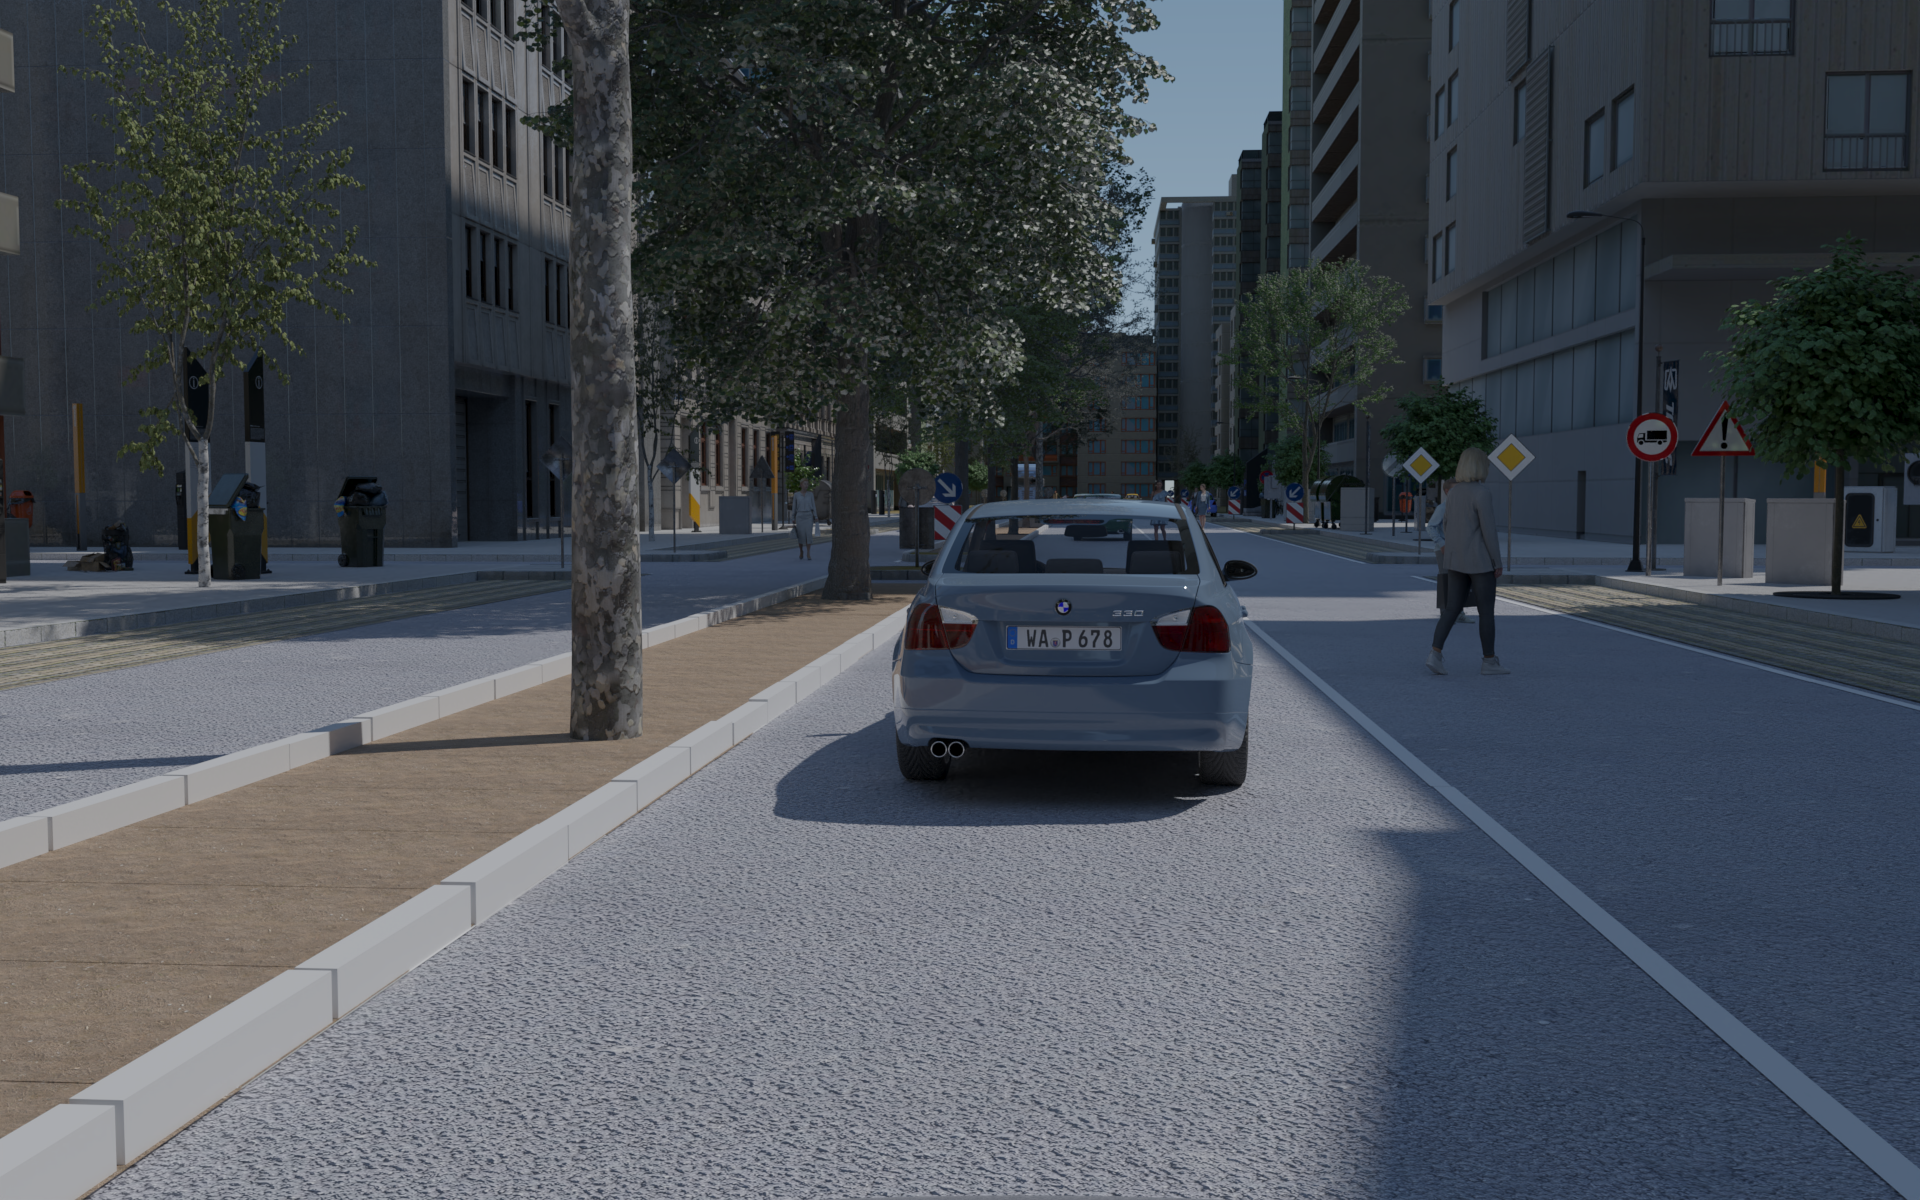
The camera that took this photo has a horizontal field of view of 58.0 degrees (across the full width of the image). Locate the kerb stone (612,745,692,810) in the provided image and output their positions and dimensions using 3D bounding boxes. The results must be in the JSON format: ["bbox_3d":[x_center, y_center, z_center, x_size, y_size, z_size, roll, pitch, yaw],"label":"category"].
[{"bbox_3d":[-1.467,0.851,8.275,0.120,0.150,1.000,0,4,5],"label":"kerb stone"}]

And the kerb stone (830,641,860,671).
[{"bbox_3d":[-0.976,0.477,14.393,0.120,0.150,1.000,0,4,5],"label":"kerb stone"}]

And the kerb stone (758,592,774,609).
[{"bbox_3d":[-2.513,0.032,21.700,0.120,0.150,1.000,0,4,5],"label":"kerb stone"}]

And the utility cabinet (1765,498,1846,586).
[{"bbox_3d":[12.013,-0.823,24.620,0.306,1.237,1.020,-2,4,-32],"label":"utility cabinet"}]

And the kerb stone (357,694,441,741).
[{"bbox_3d":[-3.400,0.717,10.472,0.120,0.150,1.000,0,4,5],"label":"kerb stone"}]

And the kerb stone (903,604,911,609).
[{"bbox_3d":[-0.577,0.167,19.496,0.120,0.150,1.000,0,4,5],"label":"kerb stone"}]

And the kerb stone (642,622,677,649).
[{"bbox_3d":[-2.914,0.346,16.589,0.120,0.150,1.000,0,4,5],"label":"kerb stone"}]

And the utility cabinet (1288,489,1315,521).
[{"bbox_3d":[15.857,-4.387,80.403,1.173,1.500,0.318,2,4,32],"label":"utility cabinet"}]

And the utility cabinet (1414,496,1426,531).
[{"bbox_3d":[15.998,-3.004,60.271,0.306,1.237,1.020,1,4,9],"label":"utility cabinet"}]

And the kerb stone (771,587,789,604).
[{"bbox_3d":[-2.429,-0.032,22.719,0.120,0.150,1.000,0,4,5],"label":"kerb stone"}]

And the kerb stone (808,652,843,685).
[{"bbox_3d":[-1.058,0.540,13.370,0.120,0.150,1.000,0,4,5],"label":"kerb stone"}]

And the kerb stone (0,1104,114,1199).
[{"bbox_3d":[-1.872,1.165,3.144,0.120,0.150,1.000,0,4,5],"label":"kerb stone"}]

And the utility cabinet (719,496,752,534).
[{"bbox_3d":[-7.177,-2.704,55.376,1.020,1.237,0.306,1,4,12],"label":"utility cabinet"}]

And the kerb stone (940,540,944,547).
[{"bbox_3d":[-0.604,-1.444,45.812,0.120,0.150,1.000,0,4,5],"label":"kerb stone"}]

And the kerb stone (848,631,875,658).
[{"bbox_3d":[-0.903,0.415,15.412,0.120,0.150,1.000,0,4,5],"label":"kerb stone"}]

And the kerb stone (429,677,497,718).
[{"bbox_3d":[-3.324,0.655,11.491,0.120,0.150,1.000,0,4,5],"label":"kerb stone"}]

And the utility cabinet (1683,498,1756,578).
[{"bbox_3d":[11.757,-0.958,26.828,0.306,1.237,1.020,-2,4,-33],"label":"utility cabinet"}]

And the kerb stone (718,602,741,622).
[{"bbox_3d":[-2.674,0.155,19.663,0.120,0.150,1.000,0,4,5],"label":"kerb stone"}]

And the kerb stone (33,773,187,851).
[{"bbox_3d":[-3.639,0.908,7.411,0.120,0.150,1.000,0,4,5],"label":"kerb stone"}]

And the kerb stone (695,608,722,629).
[{"bbox_3d":[-2.751,0.218,18.626,0.120,0.150,1.000,0,4,5],"label":"kerb stone"}]

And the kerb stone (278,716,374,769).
[{"bbox_3d":[-3.483,0.788,9.452,0.120,0.150,1.000,0,4,5],"label":"kerb stone"}]

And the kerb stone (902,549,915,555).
[{"bbox_3d":[-1.169,-1.006,38.641,0.120,0.150,1.000,0,4,5],"label":"kerb stone"}]

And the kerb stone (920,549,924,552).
[{"bbox_3d":[-1.012,-1.132,40.696,0.120,0.150,1.000,0,4,5],"label":"kerb stone"}]

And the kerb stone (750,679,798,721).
[{"bbox_3d":[-1.222,0.665,11.331,0.120,0.150,1.000,0,4,5],"label":"kerb stone"}]

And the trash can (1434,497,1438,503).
[{"bbox_3d":[21.851,-4.088,78.488,0.748,1.137,0.748,0,3,0],"label":"trash can"}]

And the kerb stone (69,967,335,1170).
[{"bbox_3d":[-1.790,1.102,4.171,0.120,0.150,1.000,0,4,5],"label":"kerb stone"}]

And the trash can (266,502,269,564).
[{"bbox_3d":[-12.400,-1.129,30.121,0.748,1.137,0.748,0,3,0],"label":"trash can"}]

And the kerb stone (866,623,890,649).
[{"bbox_3d":[-0.813,0.352,16.433,0.120,0.150,1.000,0,4,5],"label":"kerb stone"}]

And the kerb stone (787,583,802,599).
[{"bbox_3d":[-2.347,-0.095,23.746,0.120,0.150,1.000,0,4,5],"label":"kerb stone"}]

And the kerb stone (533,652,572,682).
[{"bbox_3d":[-3.161,0.530,13.529,0.120,0.150,1.000,0,4,5],"label":"kerb stone"}]

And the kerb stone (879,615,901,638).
[{"bbox_3d":[-0.737,0.290,17.452,0.120,0.150,1.000,0,4,5],"label":"kerb stone"}]

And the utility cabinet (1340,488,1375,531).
[{"bbox_3d":[13.621,-3.099,59.345,0.318,1.500,1.173,-3,5,-42],"label":"utility cabinet"}]

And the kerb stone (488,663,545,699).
[{"bbox_3d":[-3.238,0.594,12.509,0.120,0.150,1.000,0,4,5],"label":"kerb stone"}]

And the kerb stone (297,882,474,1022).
[{"bbox_3d":[-1.707,1.043,5.198,0.120,0.150,1.000,0,4,5],"label":"kerb stone"}]

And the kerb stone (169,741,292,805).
[{"bbox_3d":[-3.555,0.844,8.432,0.120,0.150,1.000,0,4,5],"label":"kerb stone"}]

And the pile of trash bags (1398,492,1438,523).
[{"bbox_3d":[20.862,-4.086,76.562,1.912,1.369,3.447,-3,5,-40],"label":"pile of trash bags"}]

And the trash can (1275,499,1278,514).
[{"bbox_3d":[19.153,-5.782,106.184,0.748,1.137,0.748,0,3,0],"label":"trash can"}]

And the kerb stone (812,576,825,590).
[{"bbox_3d":[-2.189,-0.220,25.787,0.120,0.150,1.000,0,4,5],"label":"kerb stone"}]

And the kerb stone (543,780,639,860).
[{"bbox_3d":[-1.545,0.920,7.250,0.120,0.150,1.000,0,4,5],"label":"kerb stone"}]

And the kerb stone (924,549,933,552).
[{"bbox_3d":[-0.846,-1.257,42.750,0.120,0.150,1.000,0,4,5],"label":"kerb stone"}]

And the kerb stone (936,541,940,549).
[{"bbox_3d":[-0.686,-1.382,44.793,0.120,0.150,1.000,0,4,5],"label":"kerb stone"}]

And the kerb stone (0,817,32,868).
[{"bbox_3d":[-3.722,0.967,6.386,0.120,0.150,1.000,0,4,5],"label":"kerb stone"}]

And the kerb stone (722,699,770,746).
[{"bbox_3d":[-1.300,0.740,10.312,0.120,0.150,1.000,0,4,5],"label":"kerb stone"}]

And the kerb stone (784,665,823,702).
[{"bbox_3d":[-1.137,0.603,12.349,0.120,0.150,1.000,0,4,5],"label":"kerb stone"}]

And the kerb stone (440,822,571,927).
[{"bbox_3d":[-1.621,0.976,6.230,0.120,0.150,1.000,0,4,5],"label":"kerb stone"}]

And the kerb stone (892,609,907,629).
[{"bbox_3d":[-0.660,0.227,18.478,0.120,0.150,1.000,0,4,5],"label":"kerb stone"}]

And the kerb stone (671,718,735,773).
[{"bbox_3d":[-1.385,0.789,9.293,0.120,0.150,1.000,0,4,5],"label":"kerb stone"}]

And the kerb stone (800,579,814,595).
[{"bbox_3d":[-2.267,-0.157,24.765,0.120,0.150,1.000,0,4,5],"label":"kerb stone"}]

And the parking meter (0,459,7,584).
[{"bbox_3d":[-13.866,-1.166,24.783,0.399,1.863,0.255,3,5,42],"label":"parking meter"}]

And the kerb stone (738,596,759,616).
[{"bbox_3d":[-2.586,0.093,20.681,0.120,0.150,1.000,0,4,5],"label":"kerb stone"}]

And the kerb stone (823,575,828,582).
[{"bbox_3d":[-2.109,-0.279,26.808,0.120,0.150,1.000,0,4,5],"label":"kerb stone"}]

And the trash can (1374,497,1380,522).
[{"bbox_3d":[18.822,-4.127,79.131,0.748,1.137,0.748,0,3,0],"label":"trash can"}]

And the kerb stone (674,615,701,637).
[{"bbox_3d":[-2.832,0.288,17.608,0.120,0.150,1.000,0,4,5],"label":"kerb stone"}]

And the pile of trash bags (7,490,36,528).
[{"bbox_3d":[-22.438,-1.843,39.882,1.912,1.369,3.447,0,4,2],"label":"pile of trash bags"}]

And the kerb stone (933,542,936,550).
[{"bbox_3d":[-0.765,-1.318,43.771,0.120,0.150,1.000,0,4,5],"label":"kerb stone"}]
